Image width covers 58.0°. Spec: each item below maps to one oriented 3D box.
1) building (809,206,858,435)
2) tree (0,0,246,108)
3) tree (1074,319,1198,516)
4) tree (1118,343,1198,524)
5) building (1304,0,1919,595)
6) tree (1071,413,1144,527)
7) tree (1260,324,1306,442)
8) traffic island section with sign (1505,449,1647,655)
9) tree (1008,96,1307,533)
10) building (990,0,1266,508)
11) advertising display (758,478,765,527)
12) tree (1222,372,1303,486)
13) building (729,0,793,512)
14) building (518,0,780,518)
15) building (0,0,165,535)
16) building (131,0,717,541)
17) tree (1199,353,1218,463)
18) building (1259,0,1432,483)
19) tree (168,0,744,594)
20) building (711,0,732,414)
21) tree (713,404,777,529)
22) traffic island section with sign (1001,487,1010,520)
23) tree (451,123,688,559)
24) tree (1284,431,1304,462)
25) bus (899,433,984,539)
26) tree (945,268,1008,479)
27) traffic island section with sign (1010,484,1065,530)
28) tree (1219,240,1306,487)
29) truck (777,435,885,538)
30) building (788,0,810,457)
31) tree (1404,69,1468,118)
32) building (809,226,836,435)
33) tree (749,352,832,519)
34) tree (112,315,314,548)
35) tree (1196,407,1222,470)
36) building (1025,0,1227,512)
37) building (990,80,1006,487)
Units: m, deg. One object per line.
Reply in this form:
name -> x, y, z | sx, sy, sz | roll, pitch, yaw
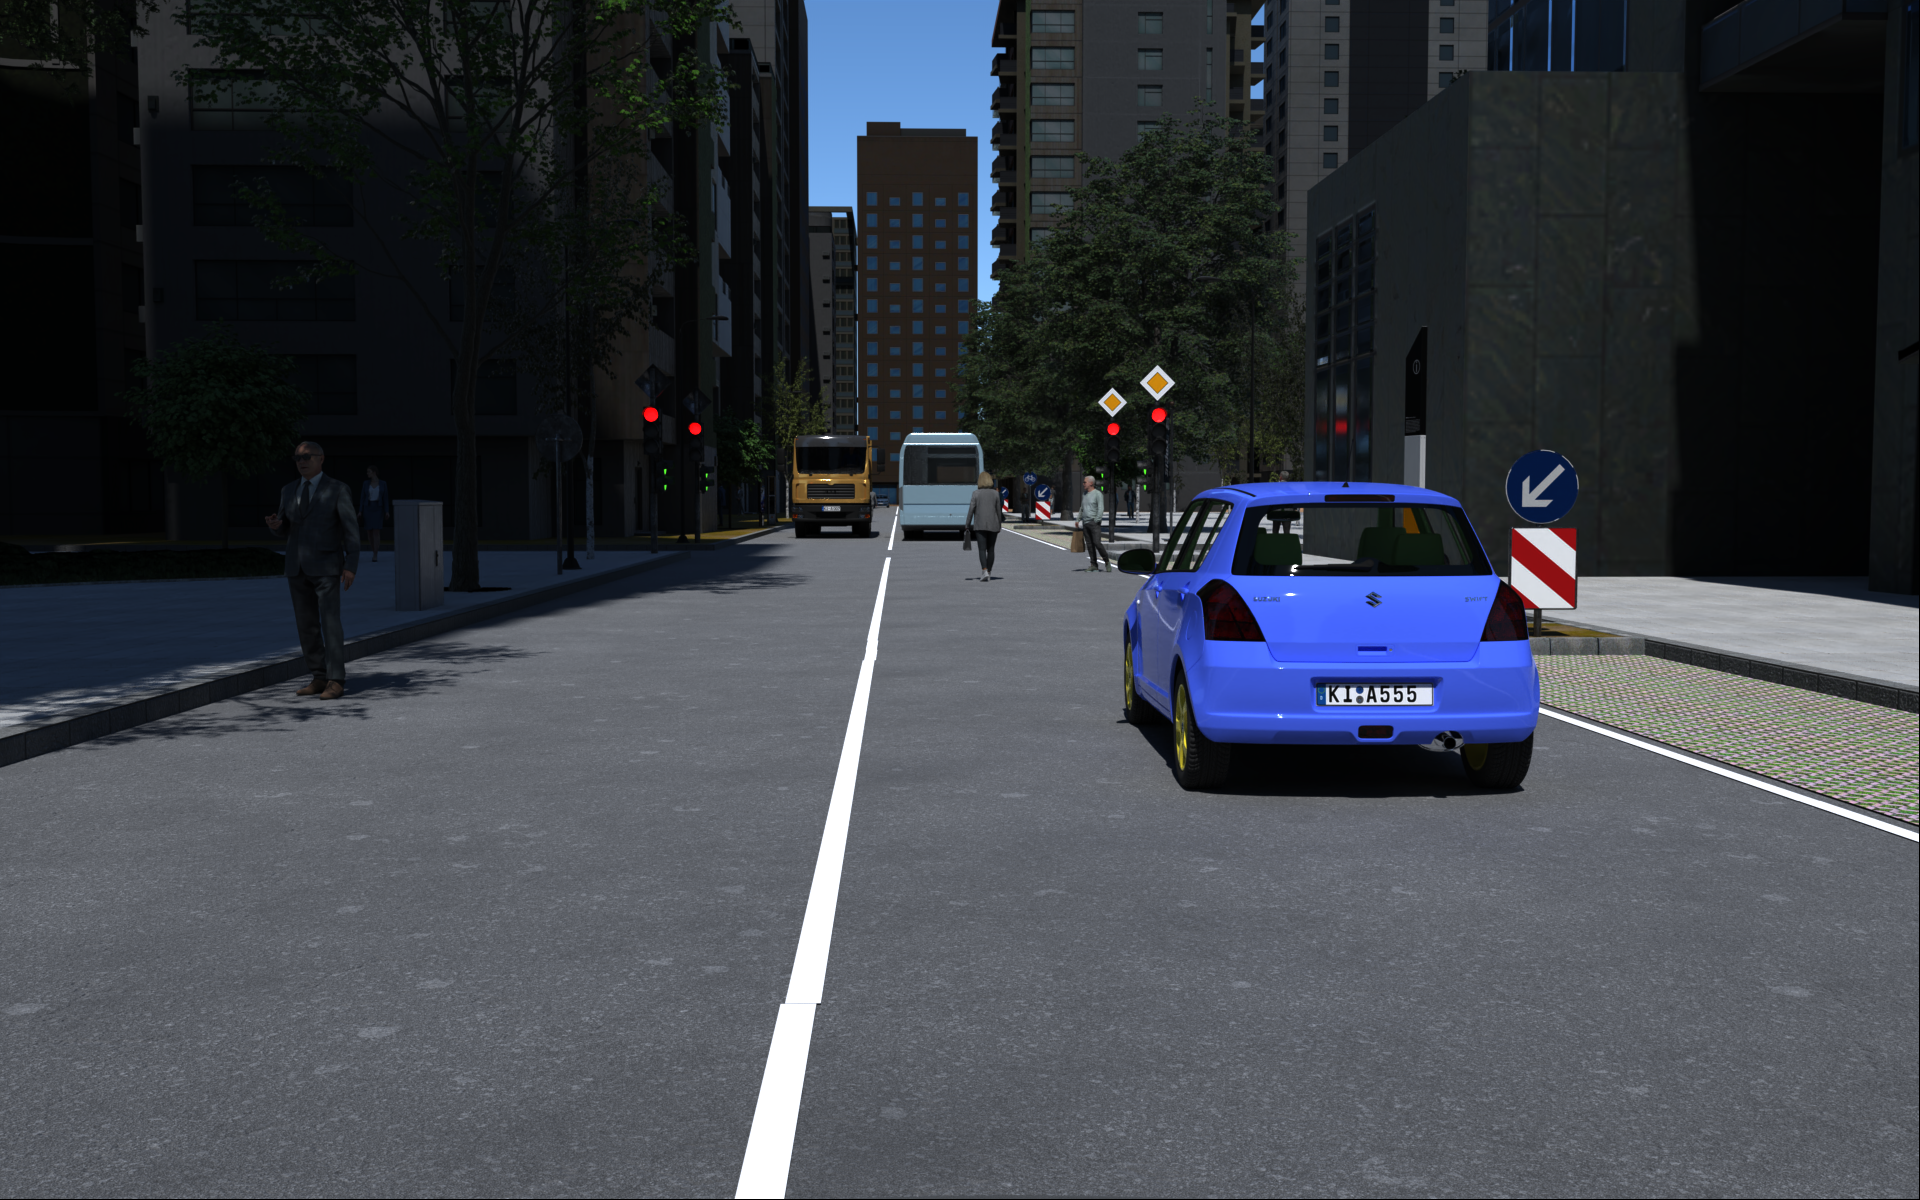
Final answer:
building -> -24.882, -32.303, 220.035 | 23.993, 40.220, 32.217 | 0, 4, -2
tree -> -7.308, -4.553, 8.860 | 7.601, 10.594, 8.767 | 3, 5, 41
tree -> 9.999, -10.660, 100.042 | 9.928, 11.665, 9.643 | 0, 3, 0
tree -> 7.983, -7.636, 75.209 | 4.360, 8.622, 3.978 | 0, 3, 0
building -> 19.059, -43.232, 19.521 | 22.319, 86.520, 31.000 | 0, 4, -2
tree -> 5.922, -5.106, 67.204 | 4.285, 4.588, 4.351 | 0, 3, 0
tree -> 21.936, -10.978, 105.242 | 9.928, 11.665, 9.643 | 0, 3, 0
traffic island section with sign -> 5.060, -0.465, 16.225 | 1.989, 1.847, 2.006 | 0, 4, -2
tree -> 6.537, -9.207, 57.197 | 9.857, 13.997, 8.962 | 0, 3, 0
building -> 13.988, -30.363, 151.065 | 22.147, 44.769, 28.867 | 0, 4, -2
advertising display -> -7.811, -3.848, 68.133 | 0.123, 1.923, 0.974 | 0, 4, 4
tree -> 17.736, -8.993, 97.392 | 4.737, 8.622, 4.395 | 0, 3, 0
building -> -21.091, -42.251, 129.061 | 20.563, 71.187, 20.611 | 0, 4, -2
building -> -19.126, -20.721, 110.488 | 14.160, 30.474, 14.107 | 0, 4, -2
building -> -37.026, -37.641, 53.684 | 20.611, 71.187, 20.563 | 0, 4, -2
building -> -15.342, -17.210, 53.090 | 14.160, 30.474, 14.107 | 0, 4, -2
tree -> 13.396, -8.412, 87.893 | 4.360, 8.622, 3.978 | 0, 3, 0
building -> 42.948, -45.705, 185.530 | 20.611, 71.187, 20.563 | 0, 4, -2
tree -> -6.402, -5.917, 22.498 | 9.928, 11.665, 9.643 | 0, 3, 0
building -> -25.287, -30.067, 80.833 | 28.713, 52.752, 27.495 | 0, 4, -2
tree -> -8.389, -4.869, 63.321 | 4.285, 4.588, 4.351 | 0, 3, 0
traffic island section with sign -> 2.253, -5.444, 97.635 | 1.989, 1.847, 2.006 | 0, 4, -2
tree -> -7.505, -5.104, 33.814 | 4.360, 8.622, 3.978 | 0, 3, 0
tree -> 25.268, -11.125, 116.301 | 8.767, 10.594, 7.601 | -2, 4, -26
bus -> -0.627, -3.916, 58.885 | 2.948, 3.499, 13.247 | 0, 4, -1
tree -> 5.050, -10.786, 82.999 | 9.857, 13.997, 8.962 | 0, 3, 0
traffic island section with sign -> 3.196, -3.778, 70.402 | 1.989, 1.847, 2.006 | 0, 4, -2
tree -> 9.564, -6.009, 48.610 | 4.360, 8.622, 3.978 | 0, 3, 0
truck -> -4.310, -3.874, 59.267 | 3.469, 3.379, 9.791 | 0, 4, -3
building -> -20.189, -30.443, 147.860 | 14.600, 45.320, 14.200 | 0, 4, -2
tree -> 25.427, -13.156, 70.990 | 12.611, 20.169, 13.585 | 0, 3, 0
building -> -20.467, -25.451, 187.825 | 14.107, 30.474, 14.160 | 0, 4, -2
tree -> -8.812, -8.579, 90.623 | 4.737, 8.622, 4.395 | 0, 3, 0
tree -> -13.698, -2.950, 31.949 | 4.285, 4.588, 4.351 | 0, 3, 0
tree -> 17.360, -9.941, 112.902 | 4.737, 8.622, 4.395 | 0, 3, 0
building -> 11.760, -27.282, 129.648 | 14.154, 41.232, 14.086 | 0, 4, -2
building -> 14.871, -34.311, 180.589 | 23.786, 49.044, 30.456 | 0, 4, -2
